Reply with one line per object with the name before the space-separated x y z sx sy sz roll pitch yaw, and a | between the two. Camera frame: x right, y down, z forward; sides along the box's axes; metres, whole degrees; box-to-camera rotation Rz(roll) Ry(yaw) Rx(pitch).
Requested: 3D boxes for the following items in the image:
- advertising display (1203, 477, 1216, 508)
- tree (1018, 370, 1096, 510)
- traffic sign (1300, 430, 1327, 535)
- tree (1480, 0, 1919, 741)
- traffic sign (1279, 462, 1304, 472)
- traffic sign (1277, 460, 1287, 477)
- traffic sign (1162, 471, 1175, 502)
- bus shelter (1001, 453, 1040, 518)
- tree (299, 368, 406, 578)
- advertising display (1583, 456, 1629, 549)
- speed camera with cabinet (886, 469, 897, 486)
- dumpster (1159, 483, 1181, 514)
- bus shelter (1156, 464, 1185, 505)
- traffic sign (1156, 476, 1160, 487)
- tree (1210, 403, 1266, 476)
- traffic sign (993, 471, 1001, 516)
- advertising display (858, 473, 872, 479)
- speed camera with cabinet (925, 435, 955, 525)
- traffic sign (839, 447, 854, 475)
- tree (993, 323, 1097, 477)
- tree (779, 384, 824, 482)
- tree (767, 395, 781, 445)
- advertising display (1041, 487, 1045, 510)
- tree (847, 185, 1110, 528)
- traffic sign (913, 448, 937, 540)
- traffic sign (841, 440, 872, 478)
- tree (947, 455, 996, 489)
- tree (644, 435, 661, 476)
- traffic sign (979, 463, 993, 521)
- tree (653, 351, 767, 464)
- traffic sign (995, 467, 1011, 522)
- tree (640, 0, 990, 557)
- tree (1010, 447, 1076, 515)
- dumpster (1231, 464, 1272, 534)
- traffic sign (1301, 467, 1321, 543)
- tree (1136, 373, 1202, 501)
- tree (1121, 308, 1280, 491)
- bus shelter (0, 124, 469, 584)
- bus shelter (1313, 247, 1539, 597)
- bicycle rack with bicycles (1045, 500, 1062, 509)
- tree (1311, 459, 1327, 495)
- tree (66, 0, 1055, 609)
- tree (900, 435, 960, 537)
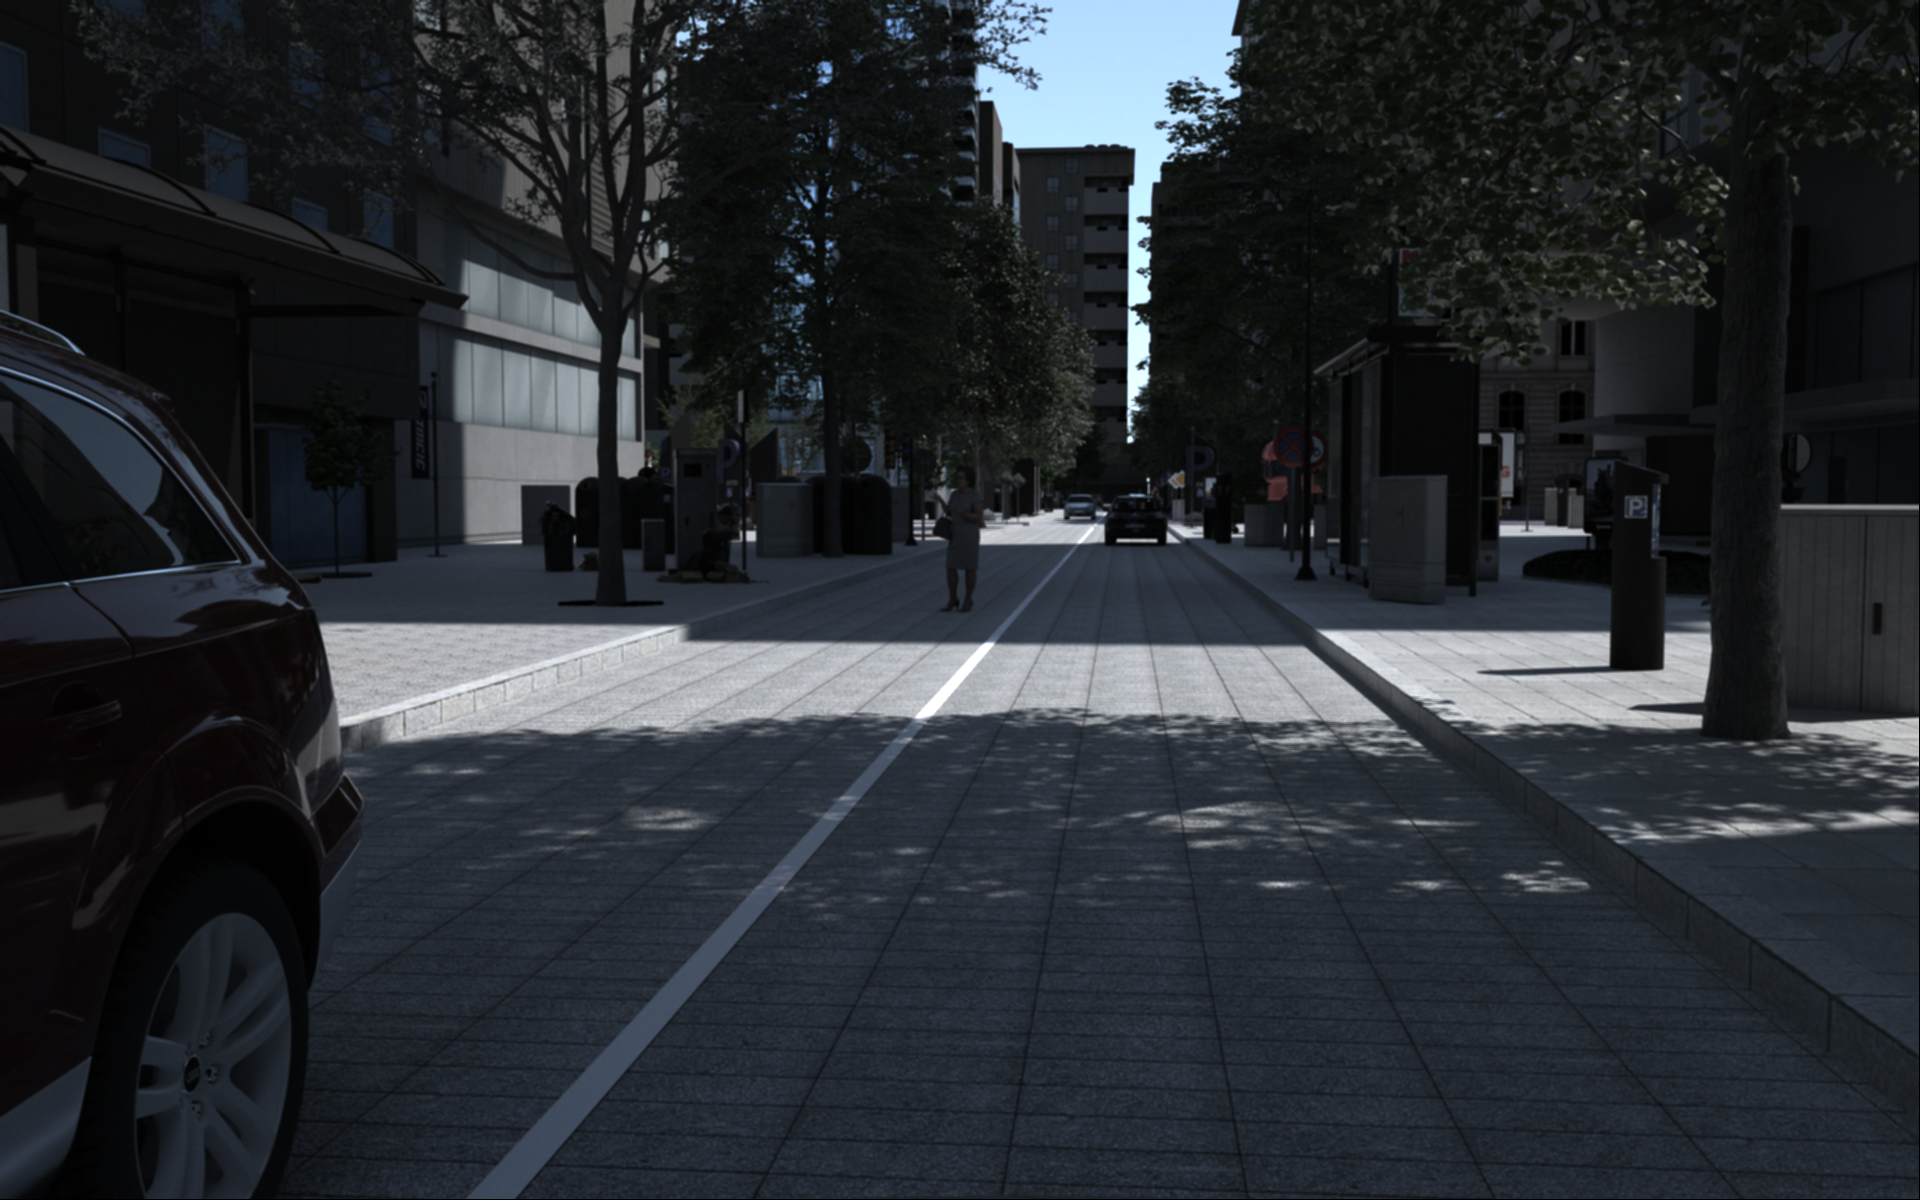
advertising display | 9.487 -3.607 64.184 0.974 1.923 0.123 -1 4 -15
tree | 7.632 -13.348 143.999 9.928 11.665 9.643 0 3 0
traffic sign | 6.967 -2.108 34.576 0.768 2.556 0.104 1 4 8
tree | 4.308 -5.523 8.431 7.486 12.596 7.792 0 3 0
traffic sign | 8.584 -2.718 44.542 0.768 2.556 0.104 1 4 14
traffic sign | 9.775 -3.137 51.398 0.768 2.556 0.104 0 4 6
traffic sign | 11.407 -5.767 94.395 0.768 2.556 0.104 1 4 12
bus shelter | 3.464 -7.410 98.782 2.179 5.291 8.768 0 4 6
tree | -9.652 -1.959 26.626 1.663 3.219 1.824 0 3 0
advertising display | 11.227 -1.524 30.133 0.123 1.923 0.974 -1 4 -20
speed camera with cabinet | -4.370 -6.761 104.878 0.660 3.252 2.038 0 4 1
dumpster | 13.646 -6.696 111.973 1.502 2.255 1.985 0 4 5
bus shelter | 14.452 -7.594 118.086 2.014 3.302 5.546 0 4 5
traffic sign | 14.225 -7.491 122.576 0.768 2.556 0.104 1 4 14
tree | 19.017 -10.297 118.717 4.737 8.622 4.395 0 3 0
traffic sign | 1.900 -6.056 99.017 0.884 2.594 0.081 1 4 10
advertising display | -3.139 -2.978 53.897 0.974 1.923 0.123 -3 5 -42
speed camera with cabinet | -0.561 -3.746 55.579 0.660 3.252 2.038 2 4 24
traffic sign | -2.978 -2.777 45.505 0.768 2.556 0.104 1 4 11
tree | 4.710 -12.997 119.155 9.857 13.997 8.962 0 3 0
tree | -10.396 -10.155 116.402 4.360 8.622 3.978 0 3 0
tree | -14.181 -10.424 120.798 4.737 8.622 4.395 0 3 0
advertising display | 6.678 -8.200 139.286 0.123 1.923 0.974 -1 4 -11
tree | 0.512 -9.050 64.973 9.611 12.733 9.660 0 3 0
traffic sign | -1.026 -2.941 48.190 0.768 2.556 0.104 0 4 6
traffic sign | -2.443 -2.485 40.734 0.768 2.556 0.104 1 4 14
tree | 0.466 -7.308 103.205 4.285 4.588 4.351 0 3 0
tree | -17.458 -6.858 95.846 4.285 4.588 4.351 0 3 0
traffic sign | 0.955 -4.433 72.484 0.884 2.594 0.081 1 4 13
tree | -12.865 -8.336 86.659 4.737 8.622 4.395 0 3 0
traffic sign | 1.999 -4.930 80.716 0.768 2.556 0.104 1 4 12
tree | -2.874 -7.122 34.575 7.486 12.596 7.792 0 3 0
tree | 4.551 -7.615 108.226 4.285 4.588 4.351 0 3 0
dumpster | 9.421 -3.324 56.844 1.502 2.255 1.985 0 4 6
traffic sign | 9.037 -2.784 45.518 0.884 2.594 0.081 1 4 13
tree | 12.394 -9.228 101.239 4.360 8.622 3.978 0 3 0
tree | 12.240 -9.203 84.884 7.601 10.594 8.767 -1 4 -11
bus shelter | -5.193 -1.060 11.260 2.014 3.302 5.546 0 4 5
bus shelter | 6.522 -2.946 25.795 2.179 5.291 8.768 0 4 5
bicycle rack with bicycles | 7.341 -8.250 148.272 2.925 0.926 2.852 0 4 1
tree | 14.921 -4.589 69.636 1.663 3.219 1.824 0 3 0
tree | -4.070 -6.688 19.721 12.009 13.543 11.850 0 3 0
tree | -1.134 -3.503 51.881 1.663 3.219 1.824 0 3 0
